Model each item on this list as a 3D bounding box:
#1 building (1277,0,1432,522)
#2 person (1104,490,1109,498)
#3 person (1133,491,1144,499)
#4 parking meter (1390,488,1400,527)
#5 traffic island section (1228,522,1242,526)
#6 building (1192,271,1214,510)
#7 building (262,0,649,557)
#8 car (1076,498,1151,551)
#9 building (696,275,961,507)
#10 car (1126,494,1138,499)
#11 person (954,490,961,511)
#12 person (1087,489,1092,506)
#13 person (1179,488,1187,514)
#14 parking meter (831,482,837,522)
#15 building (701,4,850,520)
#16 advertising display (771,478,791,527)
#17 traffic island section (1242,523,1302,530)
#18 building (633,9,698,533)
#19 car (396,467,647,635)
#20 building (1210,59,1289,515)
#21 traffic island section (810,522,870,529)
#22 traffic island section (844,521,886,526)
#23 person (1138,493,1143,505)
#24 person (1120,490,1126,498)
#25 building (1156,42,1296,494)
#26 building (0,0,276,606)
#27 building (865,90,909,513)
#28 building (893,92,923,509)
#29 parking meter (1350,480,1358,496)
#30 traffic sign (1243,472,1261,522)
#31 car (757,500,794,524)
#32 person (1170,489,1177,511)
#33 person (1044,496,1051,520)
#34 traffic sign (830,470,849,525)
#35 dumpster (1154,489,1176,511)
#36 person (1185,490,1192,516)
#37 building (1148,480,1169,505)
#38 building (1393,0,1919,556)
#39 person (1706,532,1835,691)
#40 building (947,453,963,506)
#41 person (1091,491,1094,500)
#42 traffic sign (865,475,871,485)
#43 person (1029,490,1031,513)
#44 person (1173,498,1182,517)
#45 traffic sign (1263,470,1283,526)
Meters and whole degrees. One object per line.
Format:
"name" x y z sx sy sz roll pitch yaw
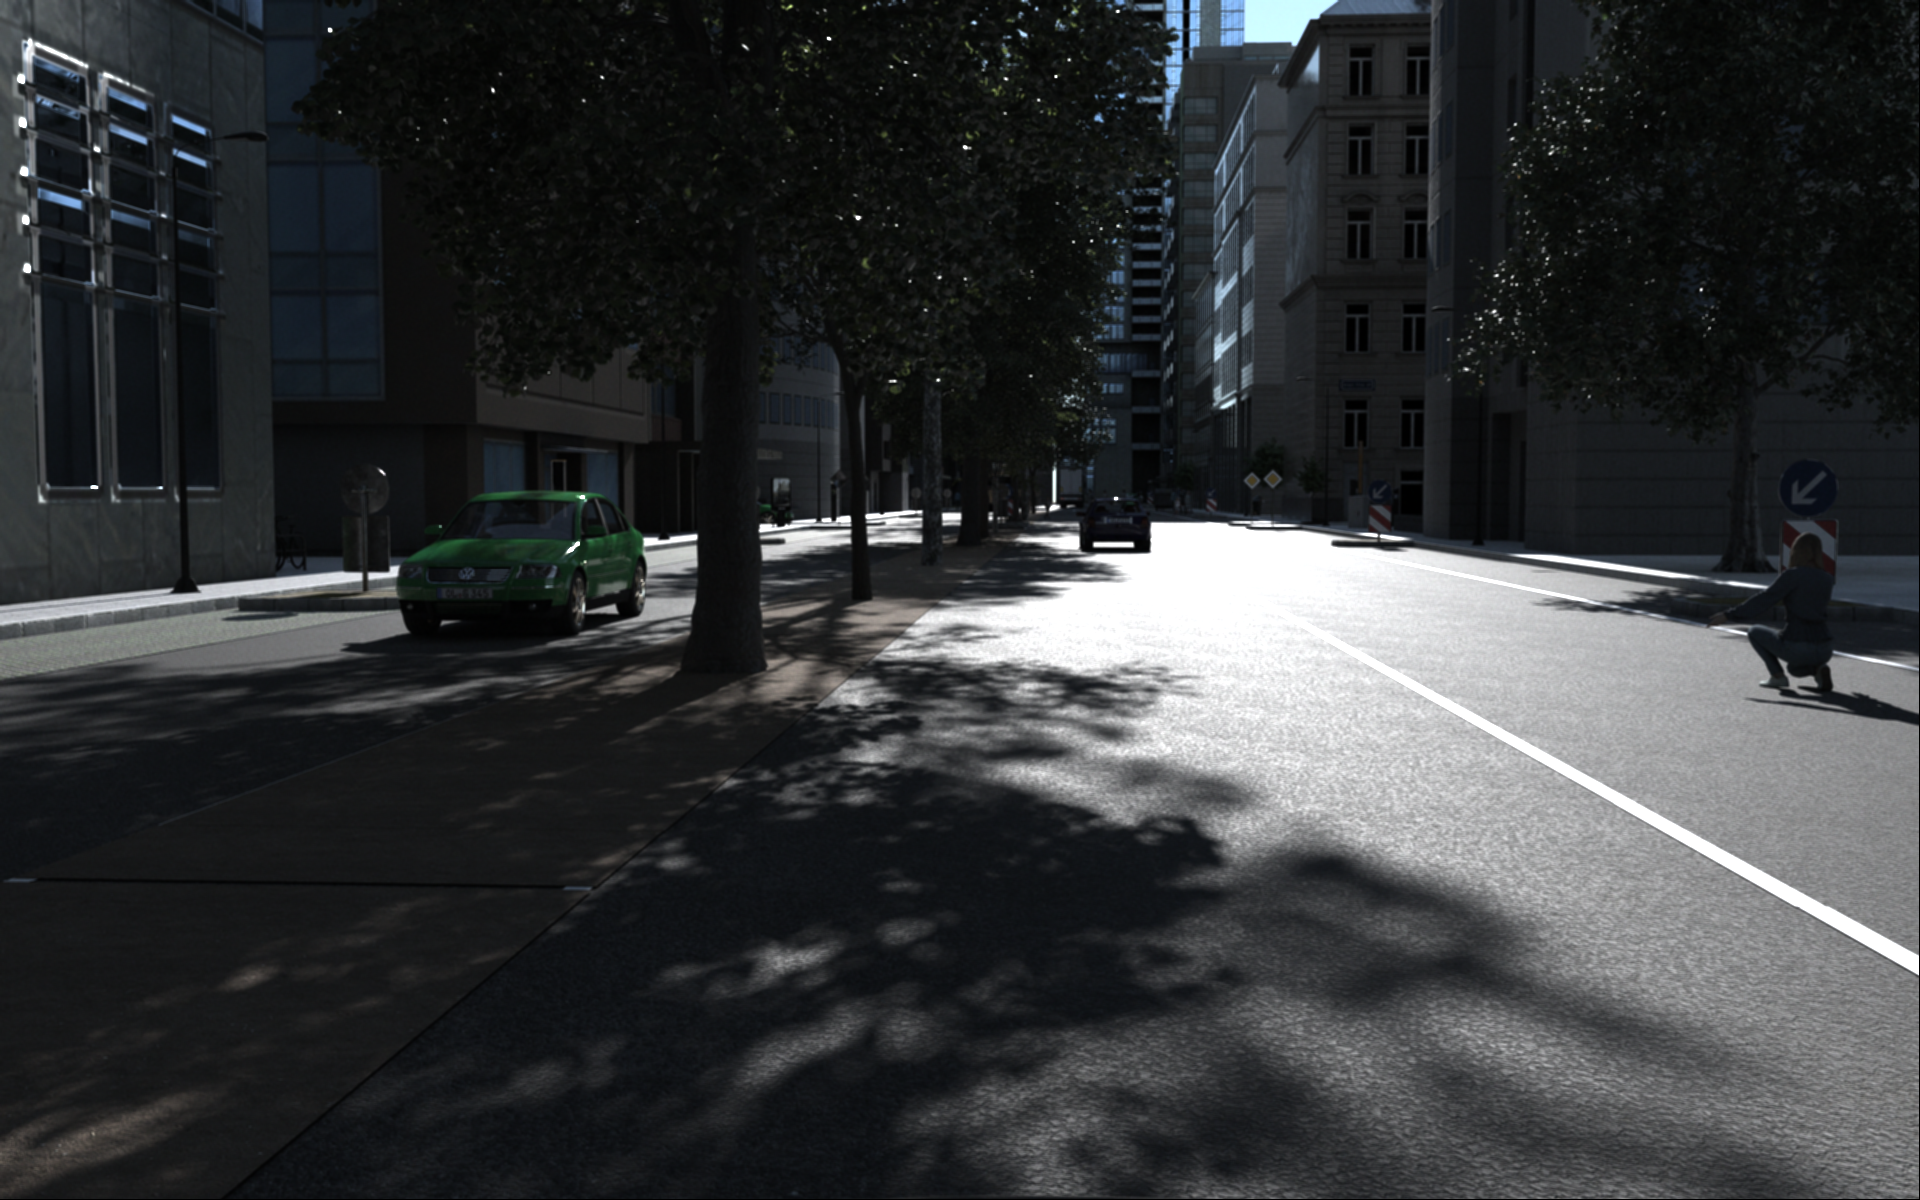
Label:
"building" 28.508 -17.476 82.989 25.104 27.353 12.463 0 4 4
"person" 12.487 -8.493 147.927 0.524 1.755 0.480 0 4 4
"person" 16.628 -9.289 161.191 1.217 1.723 0.721 -1 4 -14
"parking meter" 17.079 -3.650 68.092 0.372 1.533 0.369 0 3 0
"traffic island section" 13.207 -3.427 78.312 2.009 0.180 2.903 0 4 4
"building" 24.718 -18.003 143.500 9.793 20.994 18.267 0 4 4
"building" -16.088 -23.899 40.857 14.600 45.320 14.200 0 4 4
"car" 4.025 -1.998 45.254 1.945 1.354 3.894 0 4 2
"building" -11.437 -31.456 168.929 22.147 44.769 28.867 0 4 4
"car" 16.142 -9.518 164.414 1.959 1.807 4.718 0 4 3
"person" -0.190 -8.292 144.413 0.601 1.785 0.444 -1 4 -14
"person" 9.739 -7.447 130.433 0.466 1.800 0.511 -1 4 -19
"person" 15.777 -6.971 122.275 0.655 1.846 0.447 -1 4 -9
"parking meter" -5.884 -4.591 80.776 0.255 1.863 0.399 0 4 -7
"building" -17.225 -33.654 92.237 21.231 58.520 28.212 0 4 4
"advertising display" -7.046 -3.848 68.129 0.123 1.923 0.974 3 5 40
"traffic island section" 12.706 -2.940 70.342 2.009 0.180 2.903 0 4 4
"building" -22.311 -24.763 59.504 28.867 44.769 22.147 0 4 4
"car" -4.693 -0.626 19.031 1.959 1.807 4.718 0 4 2
"building" 24.108 -20.902 119.233 11.434 29.767 29.804 0 4 4
"traffic island section" -5.000 -3.008 71.456 2.009 0.180 2.903 0 4 4
"traffic island section" -4.500 -3.495 79.425 2.009 0.180 2.903 0 4 4
"person" 15.642 -8.522 150.433 0.503 1.515 0.523 -1 4 -15
"person" 13.216 -8.029 140.049 0.678 1.792 0.850 3 5 42
"building" 33.890 -34.798 188.557 23.786 49.044 30.456 0 4 4
"building" -20.692 -42.606 9.285 22.319 86.520 31.000 0 4 4
"building" -11.280 -21.418 121.883 14.160 30.474 14.107 0 4 4
"building" -10.120 -28.134 143.581 14.154 41.232 14.086 0 4 4
"parking meter" 15.967 -3.934 70.026 0.399 1.863 0.255 -3 5 -42
"traffic sign" 13.183 -4.562 78.236 0.795 2.450 0.064 0 4 4
"car" -9.614 -4.073 75.382 4.718 1.807 1.959 0 4 3
"person" 17.077 -7.919 137.996 0.620 1.820 0.660 3 5 42
"person" 4.956 -5.190 97.626 0.475 1.303 0.640 -3 5 -41
"traffic sign" -4.976 -4.144 71.393 0.795 2.450 0.064 0 4 4
"dumpster" 17.014 -8.279 143.574 1.865 1.857 1.264 0 4 3
"person" 14.846 -6.295 112.432 0.512 1.701 0.522 0 4 6
"building" 39.953 -32.039 215.726 32.217 40.220 23.993 0 4 4
"building" 24.247 -30.941 47.885 21.231 58.520 28.212 0 4 4
"person" 6.069 0.072 12.824 1.012 1.151 0.738 0 4 -4
"building" -6.337 -25.637 190.859 14.160 30.474 14.107 0 4 4
"person" 15.750 -12.105 206.396 0.705 1.826 1.348 0 4 -5
"traffic sign" -4.476 -4.631 79.362 0.795 2.450 0.064 0 4 4
"person" 5.249 -7.536 132.265 0.362 1.759 0.519 3 5 44
"person" 13.309 -5.663 106.097 0.505 1.210 0.382 0 4 -5
"traffic sign" 12.682 -4.075 70.267 0.795 2.450 0.064 0 4 4
